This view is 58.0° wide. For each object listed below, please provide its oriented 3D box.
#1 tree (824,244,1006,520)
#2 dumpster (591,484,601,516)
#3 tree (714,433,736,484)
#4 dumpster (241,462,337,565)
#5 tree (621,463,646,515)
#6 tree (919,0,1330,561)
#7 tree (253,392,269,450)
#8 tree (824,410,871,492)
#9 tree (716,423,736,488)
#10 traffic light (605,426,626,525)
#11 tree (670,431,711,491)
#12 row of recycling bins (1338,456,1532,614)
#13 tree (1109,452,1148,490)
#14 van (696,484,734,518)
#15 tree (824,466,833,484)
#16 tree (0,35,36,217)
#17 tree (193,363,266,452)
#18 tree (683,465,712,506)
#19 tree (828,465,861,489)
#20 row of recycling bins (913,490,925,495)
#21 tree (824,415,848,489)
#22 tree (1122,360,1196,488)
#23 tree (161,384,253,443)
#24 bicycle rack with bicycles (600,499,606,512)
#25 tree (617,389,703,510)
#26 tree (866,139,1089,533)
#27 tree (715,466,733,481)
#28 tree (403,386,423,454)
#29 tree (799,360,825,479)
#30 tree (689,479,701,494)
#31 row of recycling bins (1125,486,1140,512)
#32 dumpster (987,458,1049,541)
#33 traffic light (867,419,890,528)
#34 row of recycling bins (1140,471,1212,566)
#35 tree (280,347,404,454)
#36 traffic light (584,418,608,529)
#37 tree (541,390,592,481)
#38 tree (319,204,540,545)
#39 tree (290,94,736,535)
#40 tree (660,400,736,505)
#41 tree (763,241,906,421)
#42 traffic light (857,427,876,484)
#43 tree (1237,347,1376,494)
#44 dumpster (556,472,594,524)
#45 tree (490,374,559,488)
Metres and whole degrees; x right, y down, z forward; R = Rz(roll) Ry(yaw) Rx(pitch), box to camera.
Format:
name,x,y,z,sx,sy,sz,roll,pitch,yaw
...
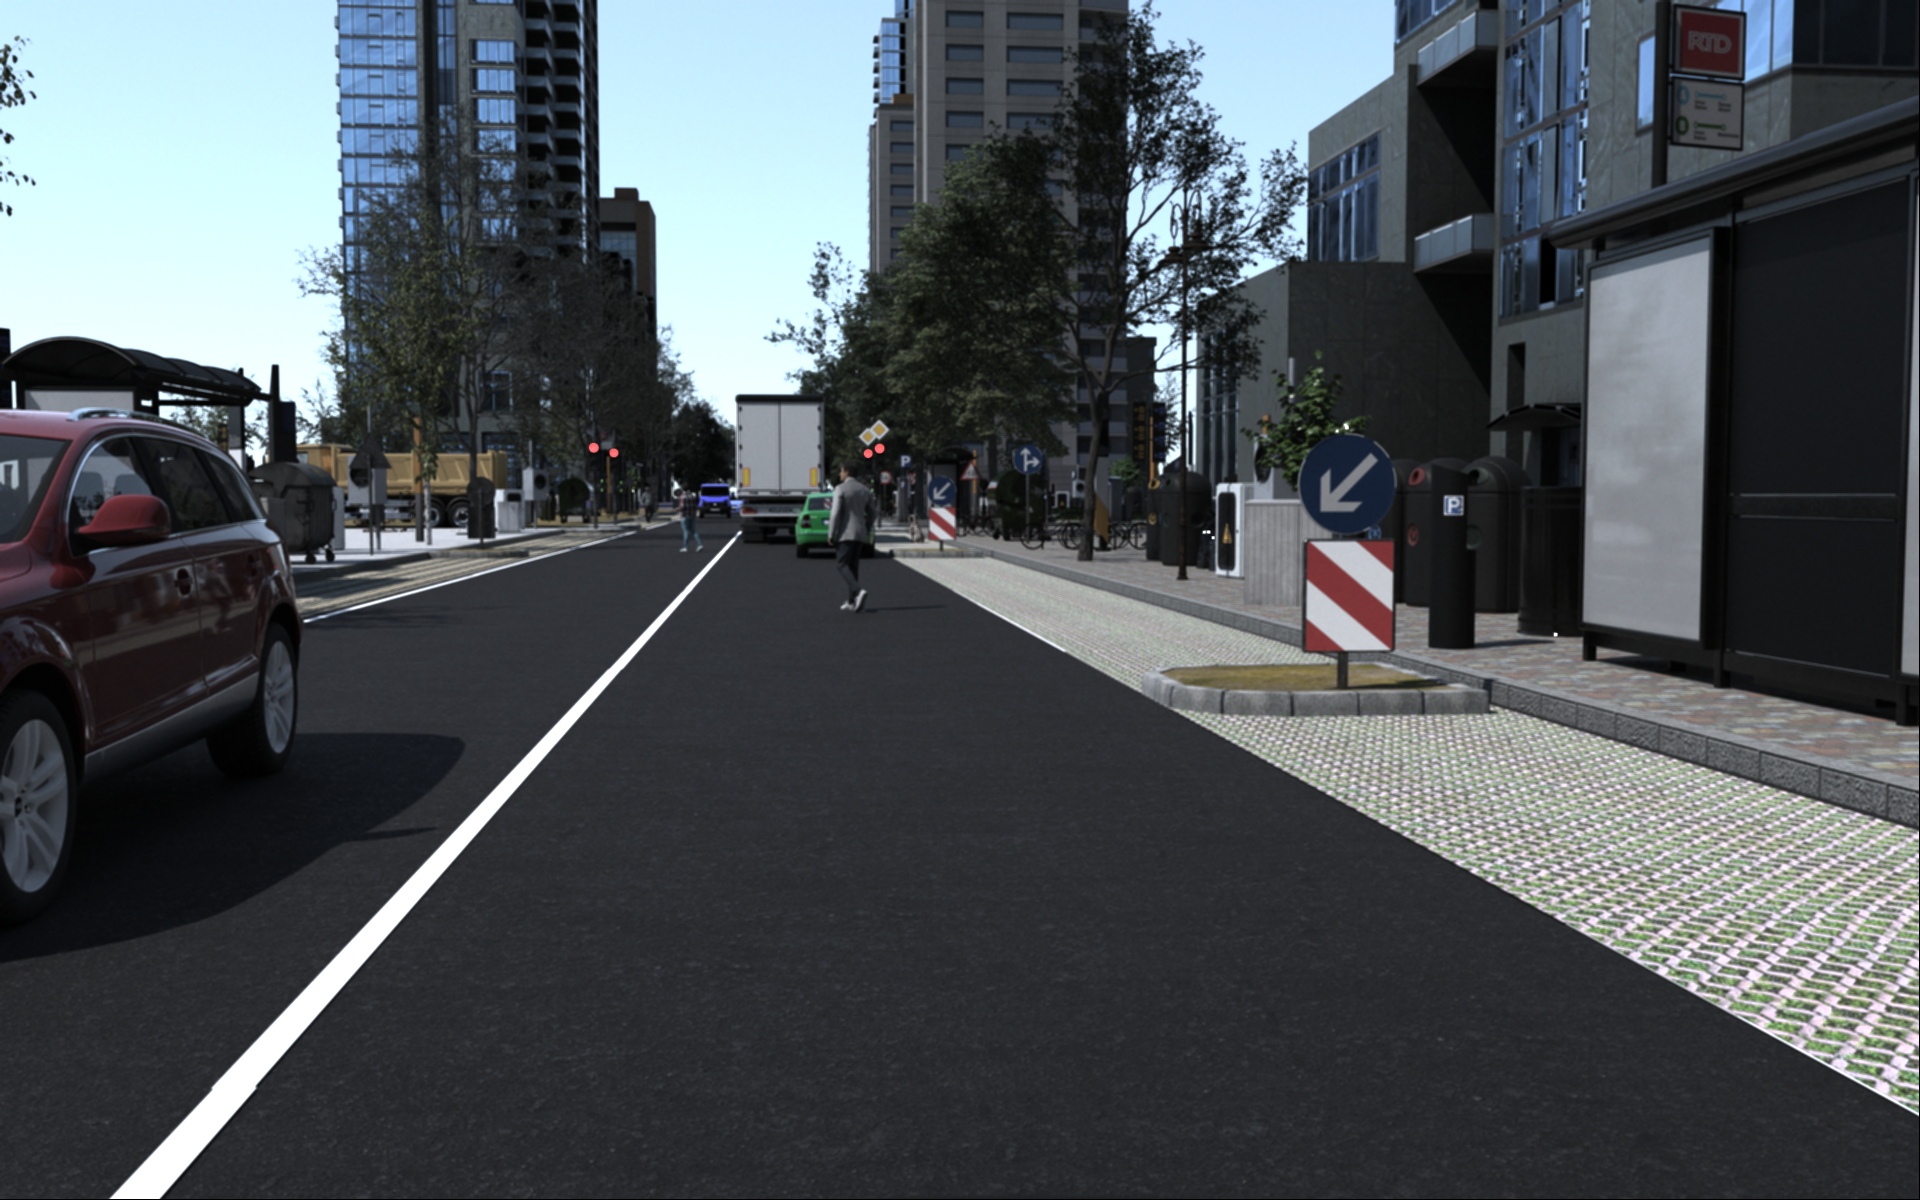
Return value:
name,x,y,z,sx,sy,sz,roll,pitch,yaw
tree,-2.076,-10.981,86.188,9.857,13.997,8.962,0,3,0
dumpster,-21.441,-5.771,100.122,1.264,1.857,1.865,0,4,-6
tree,-40.700,-22.323,290.727,9.928,11.665,9.643,0,3,0
dumpster,-12.347,-1.603,31.965,1.264,1.857,1.865,0,4,-6
tree,-20.499,-6.929,107.898,1.663,3.219,1.824,0,3,0
tree,2.641,-6.010,32.677,7.601,10.594,8.767,3,5,42
tree,-48.902,-10.649,124.473,4.360,8.622,3.978,0,3,0
tree,-8.733,-11.638,140.650,4.737,8.622,4.395,0,3,0
tree,-41.240,-24.379,305.258,9.857,13.997,8.962,0,3,0
traffic light,-14.297,-5.071,71.835,0.839,4.253,0.868,0,4,-6
tree,-28.184,-14.046,180.007,4.737,8.622,4.395,0,3,0
row of recycling bins,5.352,-0.800,20.196,1.069,1.692,3.534,-1,4,-21
tree,13.101,-9.190,133.973,4.285,4.588,4.351,0,3,0
van,-14.665,-6.077,103.745,2.240,2.365,5.245,0,4,-8
tree,-24.131,-22.777,290.526,7.486,12.596,7.792,0,3,0
tree,-11.317,-4.087,17.182,4.737,8.622,4.395,0,3,0
tree,-41.486,-9.025,97.928,4.737,8.622,4.395,0,3,0
tree,-29.325,-12.852,193.840,4.285,4.588,4.351,0,3,0
tree,-11.278,-11.392,169.978,4.285,4.588,4.351,0,3,0
row of recycling bins,-2.356,-8.618,148.010,3.534,1.692,1.069,0,4,-1
tree,-15.833,-17.147,206.107,9.928,11.665,9.643,0,3,0
tree,10.949,-8.839,94.880,4.360,8.622,3.978,0,3,0
tree,-45.907,-9.407,104.161,4.360,8.622,3.978,0,3,0
bicycle rack with bicycles,-24.328,-6.621,121.637,2.852,0.926,2.925,0,4,-5
tree,-24.733,-12.748,142.849,7.601,10.594,8.767,-1,4,-9
tree,0.705,-8.436,56.062,7.486,12.596,7.792,0,3,0
tree,-37.492,-19.908,259.904,7.601,10.594,8.767,2,4,28
tree,-30.912,-8.773,93.806,4.360,8.622,3.978,0,3,0
tree,-9.847,-15.148,154.317,9.857,13.997,8.962,0,3,0
tree,-28.676,-11.695,185.809,1.663,3.219,1.824,0,3,0
row of recycling bins,8.948,-5.001,88.878,1.069,1.692,3.534,0,4,6
dumpster,1.600,-2.776,47.881,1.502,2.255,1.985,0,4,-6
traffic light,-3.048,-4.654,65.018,0.839,4.253,0.868,0,4,-6
row of recycling bins,4.117,-1.545,32.378,1.069,1.692,3.534,0,4,0
tree,-30.794,-8.271,85.588,4.360,8.622,3.978,0,3,0
traffic light,-13.449,-4.586,63.895,0.839,4.253,0.868,0,4,-6
tree,-26.493,-10.123,115.878,4.737,8.622,4.395,0,3,0
tree,-13.573,-5.680,43.238,4.737,8.622,4.395,0,3,0
tree,-15.433,-8.804,54.314,12.009,13.543,11.850,0,3,0
tree,-31.627,-17.815,208.289,9.611,12.733,9.660,0,3,0
tree,-8.050,-16.828,131.021,12.611,20.169,13.585,0,3,0
traffic light,-3.896,-5.140,72.958,0.839,4.253,0.868,0,4,-6
tree,4.735,-1.733,22.935,1.663,3.219,1.824,0,3,0
dumpster,-16.839,-4.481,75.753,1.502,2.255,1.985,0,4,-6
tree,-24.351,-9.023,97.882,4.360,8.622,3.978,0,3,0
